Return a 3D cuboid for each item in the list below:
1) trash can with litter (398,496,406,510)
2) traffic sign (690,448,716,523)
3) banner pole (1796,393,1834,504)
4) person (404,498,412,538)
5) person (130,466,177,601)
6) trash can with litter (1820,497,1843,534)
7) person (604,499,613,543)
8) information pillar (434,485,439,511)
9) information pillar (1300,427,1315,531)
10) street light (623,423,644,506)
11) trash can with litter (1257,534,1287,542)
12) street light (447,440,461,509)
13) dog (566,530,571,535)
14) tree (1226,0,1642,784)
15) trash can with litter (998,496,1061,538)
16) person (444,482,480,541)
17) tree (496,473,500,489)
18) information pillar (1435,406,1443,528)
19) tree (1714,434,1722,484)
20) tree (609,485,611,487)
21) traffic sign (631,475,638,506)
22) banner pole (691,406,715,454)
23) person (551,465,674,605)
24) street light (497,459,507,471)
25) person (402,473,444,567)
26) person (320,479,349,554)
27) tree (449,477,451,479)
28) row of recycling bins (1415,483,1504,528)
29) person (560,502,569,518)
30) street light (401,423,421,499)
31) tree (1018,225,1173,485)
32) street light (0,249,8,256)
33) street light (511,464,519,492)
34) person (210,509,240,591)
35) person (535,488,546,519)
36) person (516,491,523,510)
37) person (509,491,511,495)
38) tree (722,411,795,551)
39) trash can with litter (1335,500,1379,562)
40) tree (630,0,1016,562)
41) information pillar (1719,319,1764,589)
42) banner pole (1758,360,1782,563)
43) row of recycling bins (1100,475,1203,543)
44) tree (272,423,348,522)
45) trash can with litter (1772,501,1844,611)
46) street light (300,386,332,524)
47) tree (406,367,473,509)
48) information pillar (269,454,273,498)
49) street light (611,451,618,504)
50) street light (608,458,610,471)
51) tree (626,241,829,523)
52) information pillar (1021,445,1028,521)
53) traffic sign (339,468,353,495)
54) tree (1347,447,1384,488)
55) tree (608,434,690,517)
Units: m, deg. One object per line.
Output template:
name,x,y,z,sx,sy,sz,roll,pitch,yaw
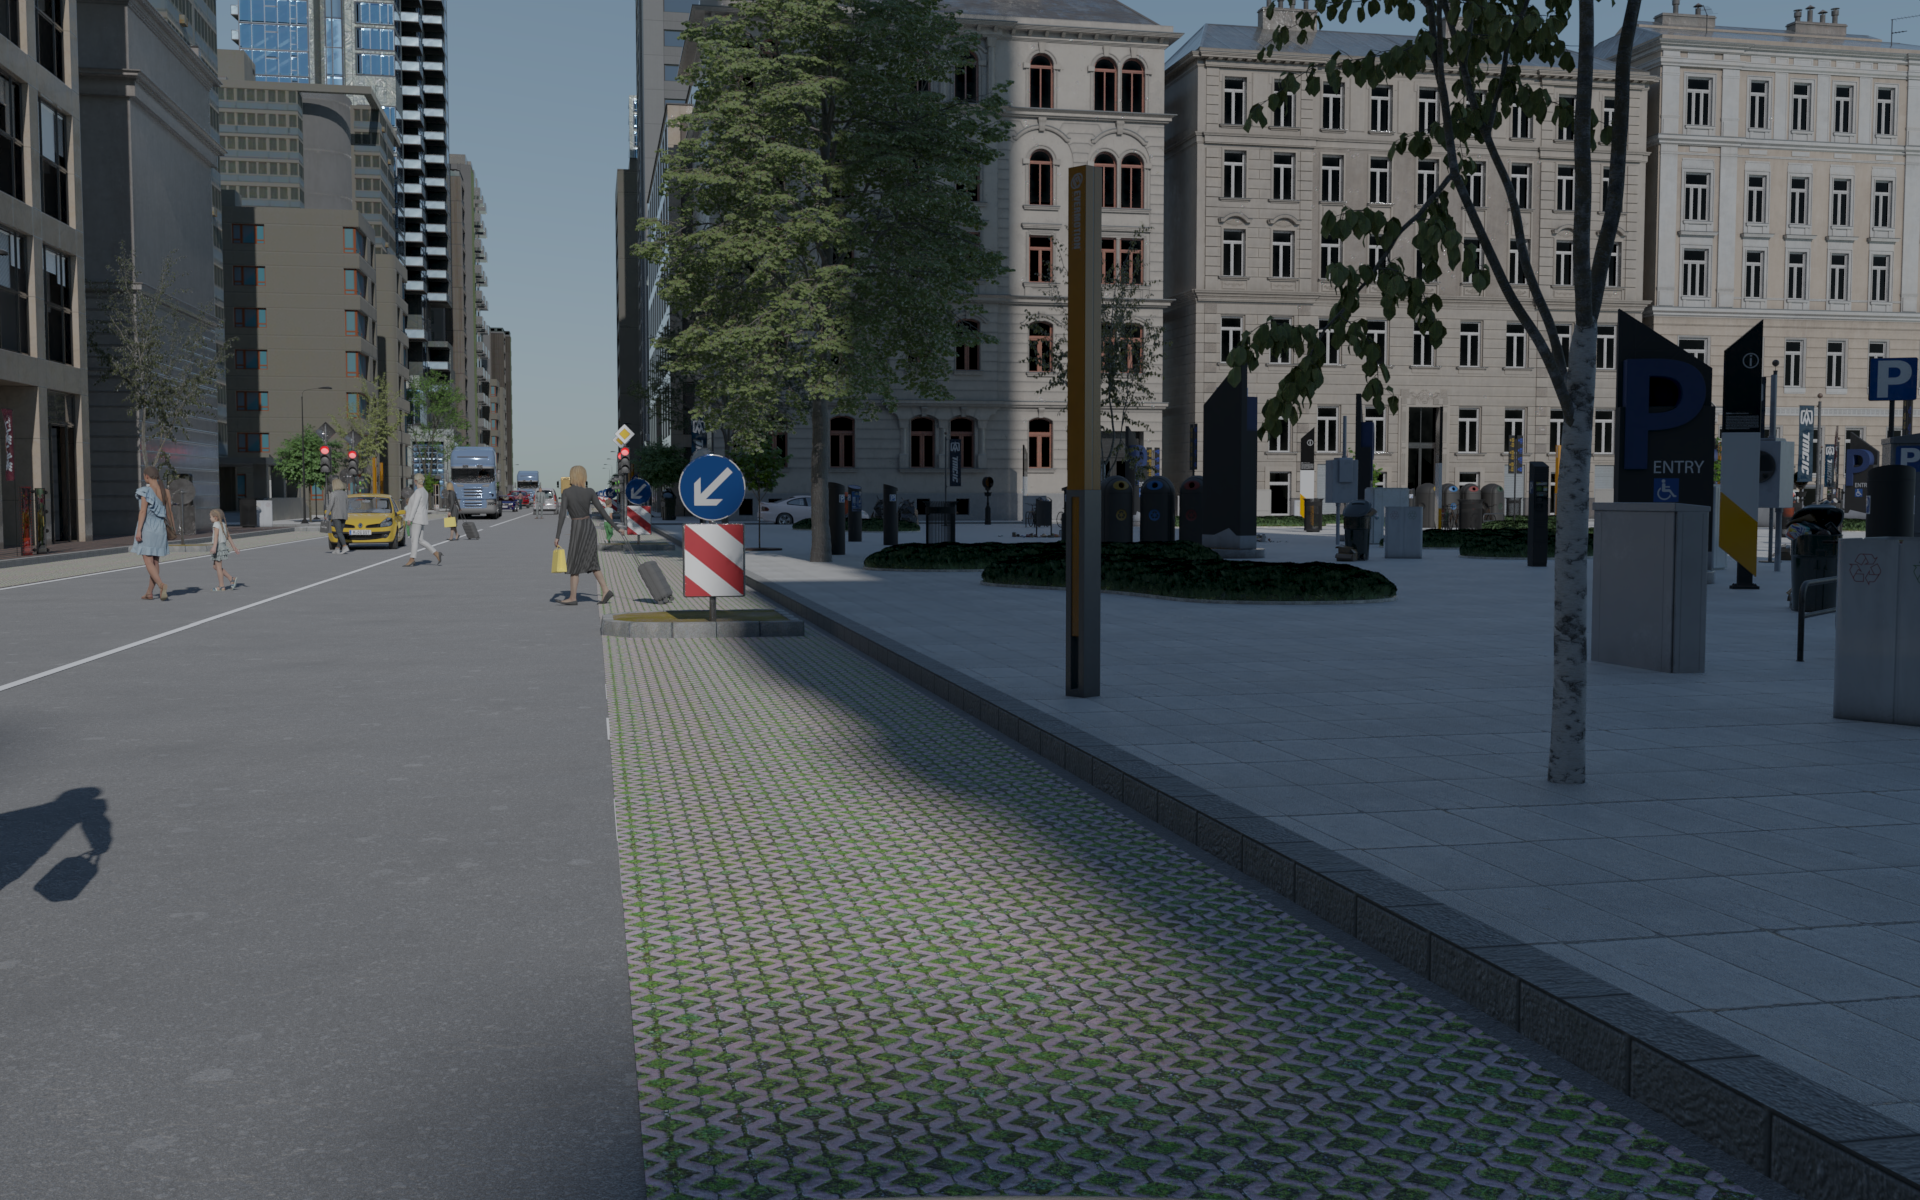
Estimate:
trash can with litter,-37.407,-6.468,117.141,0.624,1.170,1.055,2,4,29
traffic sign,-7.072,-2.927,47.956,0.768,2.556,0.104,0,4,-4
banner pole,21.112,-3.240,42.997,0.863,3.779,0.401,-1,4,-18
person,-17.836,-2.654,56.146,0.306,1.304,0.590,-2,4,-29
person,-10.821,-0.901,23.331,0.778,1.811,0.616,3,5,40
trash can with litter,20.144,-1.736,39.444,1.678,1.210,2.233,-2,4,-33
person,-9.449,-2.064,46.487,0.306,1.304,0.590,1,4,9
information pillar,-40.453,-7.910,133.813,0.304,2.012,0.304,-3,5,-42
information pillar,12.099,-4.216,60.292,0.504,3.616,0.183,0,4,7
street light,-21.253,-8.588,112.947,1.470,5.913,1.316,-1,4,-12
trash can with litter,8.052,-2.384,50.042,2.233,1.210,1.678,-3,5,-41
street light,-43.669,-10.827,149.561,1.470,5.913,1.316,-1,4,-12
dog,-13.685,-2.712,61.170,0.800,0.831,0.513,-3,5,-45
tree,2.585,-3.505,7.674,4.737,8.622,4.395,0,3,0
trash can with litter,2.214,-2.478,51.576,2.233,1.210,1.678,2,4,33
person,-15.424,-2.739,53.507,0.699,1.804,1.509,2,4,29
tree,-60.835,-14.647,223.196,4.285,4.588,4.351,0,3,0
information pillar,12.861,-3.374,46.519,0.183,3.616,0.504,0,4,4
tree,21.772,-3.289,48.382,1.663,3.219,1.824,0,3,0
tree,-58.636,-18.233,292.717,1.663,3.219,1.824,0,3,0
traffic sign,-21.742,-7.120,116.510,0.768,2.556,0.104,-1,4,-11
banner pole,-7.214,-3.610,49.040,0.863,3.779,0.401,-2,4,-23
person,-4.504,-0.831,22.304,1.509,1.804,0.699,0,4,3
street light,-61.115,-15.813,231.089,1.470,5.913,1.316,-1,4,-12
person,-10.632,-1.583,34.256,0.818,1.842,0.514,-1,4,-23
person,-14.883,-1.997,41.339,0.728,1.800,0.709,2,4,33
tree,-46.926,-10.190,161.203,1.663,3.219,1.824,0,3,0
row of recycling bins,19.015,-3.603,66.016,3.534,1.692,1.069,-1,4,-13
person,-23.663,-5.794,103.900,0.731,1.740,0.598,-3,4,-36
street light,-36.027,-8.629,113.628,1.470,5.913,1.316,-1,4,-12
tree,3.659,-5.764,44.602,4.360,8.622,3.978,0,3,0
street light,-18.724,-3.689,32.854,1.470,5.913,1.316,-1,4,-12
street light,-69.420,-18.191,269.970,1.470,5.913,1.316,-1,4,-12
person,-10.888,-0.737,25.563,0.382,1.210,0.505,0,4,-5
person,-24.395,-5.627,100.603,0.635,1.810,0.391,-1,4,-13
person,-40.650,-9.211,159.814,0.721,1.736,1.217,1,4,20
person,-56.567,-12.806,217.846,1.348,1.831,0.705,1,4,11
tree,-4.596,-2.748,39.535,1.663,3.219,1.824,0,3,0
trash can with litter,7.597,-1.336,33.229,0.624,1.170,1.055,2,4,30
tree,-2.290,-6.978,32.217,7.486,12.596,7.792,0,3,0
information pillar,10.520,-1.955,23.311,0.504,3.616,0.183,1,4,10
banner pole,15.021,-2.599,32.509,0.401,3.779,0.863,-3,5,-43
row of recycling bins,4.763,-1.907,38.295,3.534,1.692,1.069,1,4,17
tree,-29.761,-5.858,79.484,4.285,4.588,4.351,0,3,0
trash can with litter,9.347,-0.474,19.130,0.624,1.170,1.055,1,4,14
street light,-27.776,-6.252,74.759,1.470,5.913,1.316,-1,4,-12
tree,-44.099,-13.304,143.269,9.928,11.665,9.643,0,3,0
information pillar,-40.379,-6.754,101.789,0.504,3.616,0.183,2,4,24
street light,-29.472,-10.931,151.269,1.470,5.913,1.316,-1,4,-12
street light,-37.092,-13.143,187.433,1.470,5.913,1.316,-1,4,-12
tree,-7.884,-7.690,60.137,7.601,10.594,8.767,-2,4,-27
information pillar,3.080,-5.554,82.162,0.183,3.616,0.504,1,4,22
traffic sign,-30.217,-5.220,85.453,0.768,2.556,0.104,0,4,-8
tree,13.997,-4.004,60.062,1.663,3.219,1.824,0,3,0
tree,-16.526,-6.831,95.404,4.285,4.588,4.351,0,3,0
